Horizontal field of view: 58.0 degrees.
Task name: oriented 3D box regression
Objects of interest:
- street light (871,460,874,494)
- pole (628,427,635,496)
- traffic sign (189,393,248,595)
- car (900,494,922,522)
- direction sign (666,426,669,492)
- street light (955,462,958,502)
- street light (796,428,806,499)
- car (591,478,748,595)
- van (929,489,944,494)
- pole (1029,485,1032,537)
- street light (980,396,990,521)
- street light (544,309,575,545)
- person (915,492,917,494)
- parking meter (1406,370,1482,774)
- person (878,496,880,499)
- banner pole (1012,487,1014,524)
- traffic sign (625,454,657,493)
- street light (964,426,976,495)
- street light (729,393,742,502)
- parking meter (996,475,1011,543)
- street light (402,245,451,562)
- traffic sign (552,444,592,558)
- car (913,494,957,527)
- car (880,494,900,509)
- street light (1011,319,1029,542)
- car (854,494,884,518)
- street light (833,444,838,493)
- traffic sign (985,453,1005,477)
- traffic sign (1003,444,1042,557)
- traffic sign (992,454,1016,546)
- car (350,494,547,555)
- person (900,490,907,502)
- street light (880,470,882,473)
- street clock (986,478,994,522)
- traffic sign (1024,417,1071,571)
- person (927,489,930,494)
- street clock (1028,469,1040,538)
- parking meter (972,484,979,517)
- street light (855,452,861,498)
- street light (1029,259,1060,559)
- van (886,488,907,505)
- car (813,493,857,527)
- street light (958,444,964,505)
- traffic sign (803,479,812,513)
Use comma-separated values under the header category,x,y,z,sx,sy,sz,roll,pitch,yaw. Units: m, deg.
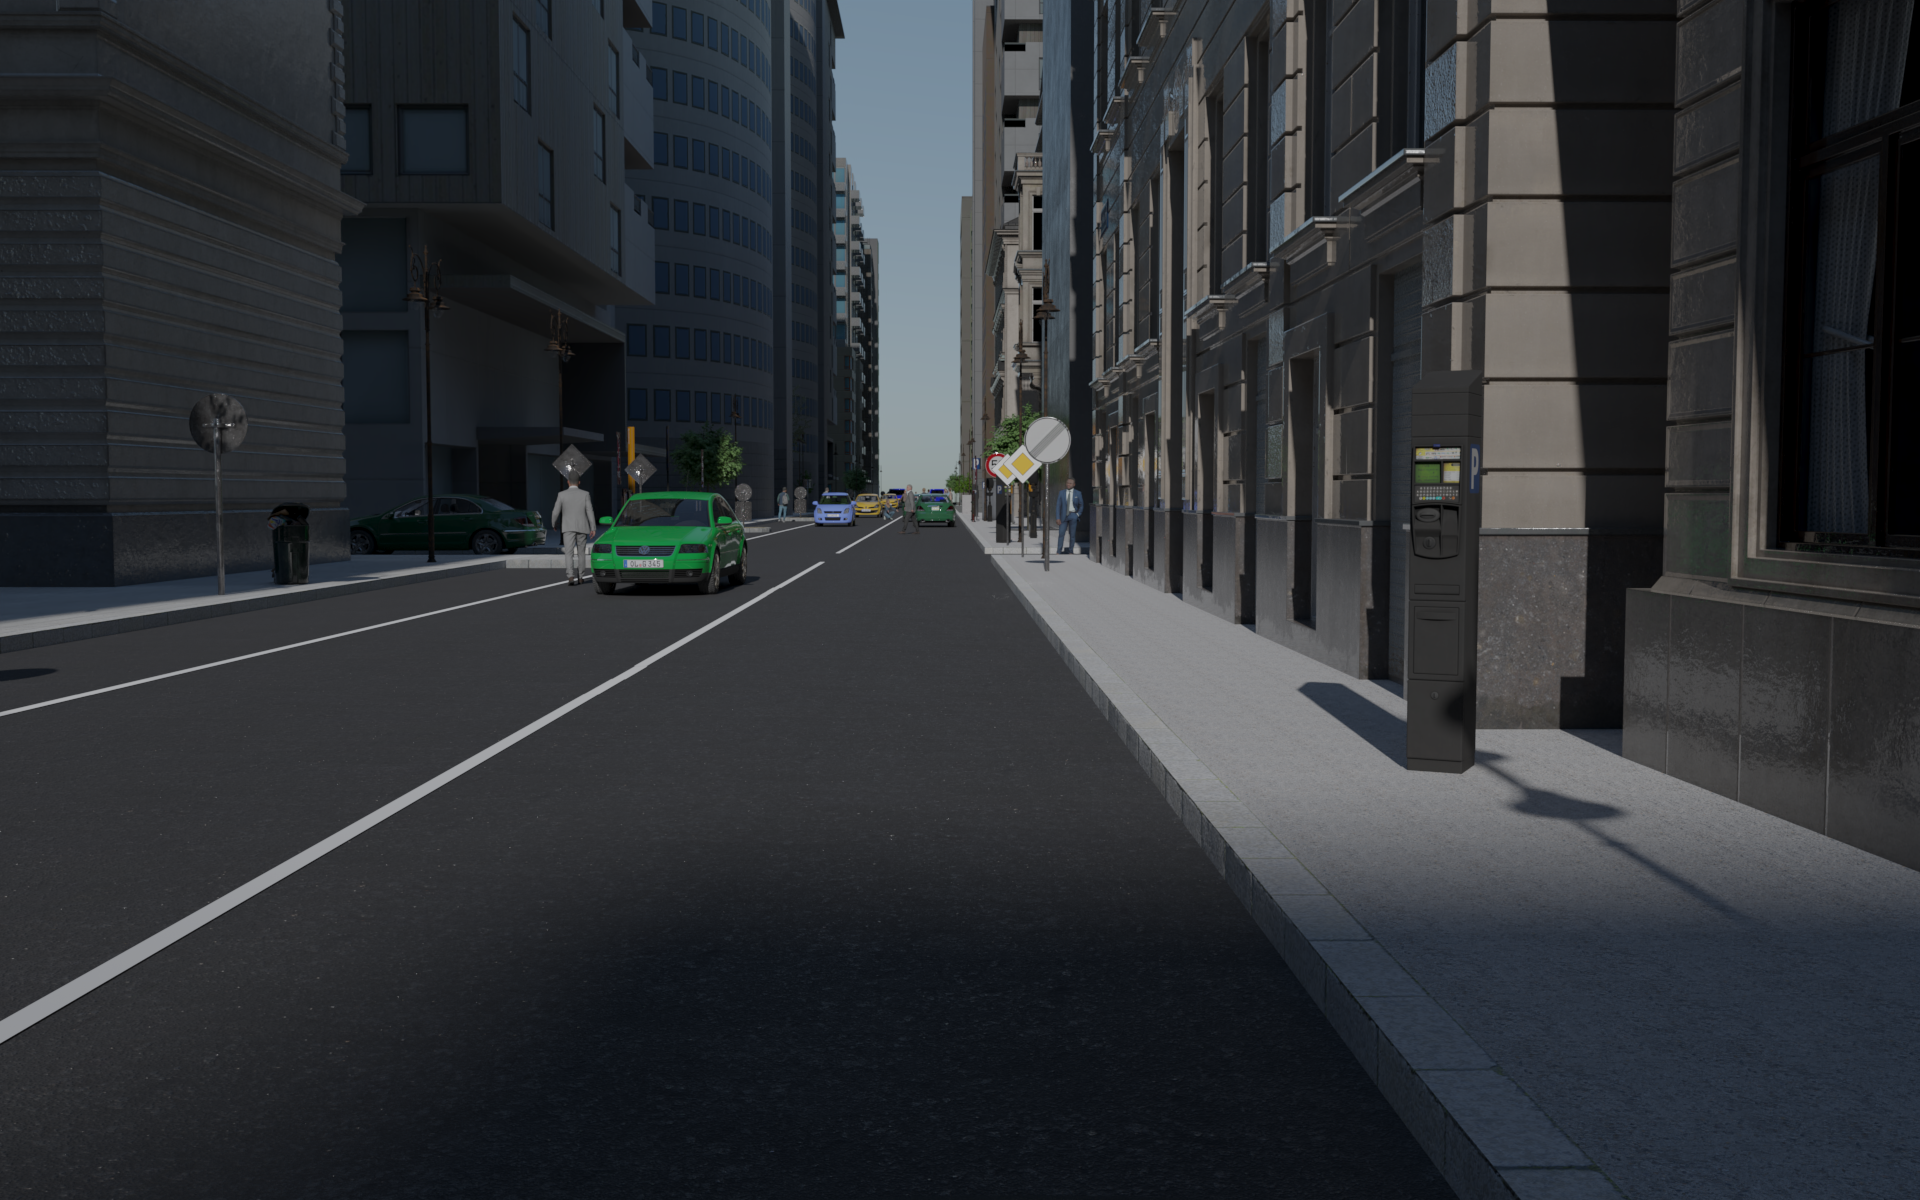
category,x,y,z,sx,sy,sz,roll,pitch,yaw
street light,-12.029,-16.248,238.439,0.468,5.910,1.993,0,4,-1
pole,-9.983,-3.597,52.657,0.158,3.312,0.155,0,3,0
traffic sign,-9.386,-1.335,21.930,0.768,2.556,0.104,0,4,4
car,-2.078,-4.834,90.831,2.131,1.459,4.920,0,4,0
direction sign,-9.735,-4.020,57.719,0.379,3.537,0.876,-1,4,-14
street light,-0.074,-13.551,194.347,0.468,5.910,1.993,0,4,-1
street light,-10.867,-8.998,119.912,0.468,5.910,1.993,0,4,-1
car,-4.318,-1.060,26.121,1.959,1.807,4.718,0,4,1
van,-2.775,-12.292,205.353,2.240,2.365,5.245,0,4,-2
pole,2.138,-3.544,51.795,0.158,3.312,0.155,0,3,0
street light,1.189,-6.657,81.623,0.468,5.910,1.993,0,4,-1
street light,-9.989,-4.316,43.358,0.468,5.910,1.993,0,4,-1
person,-5.528,-12.810,218.647,1.217,1.736,0.721,-1,4,-20
parking meter,2.253,-0.143,8.057,0.255,1.863,0.399,2,4,27
person,-9.942,-12.078,209.161,0.799,1.438,0.628,2,4,29
banner pole,2.025,-5.083,73.130,0.863,3.779,0.401,1,4,13
traffic sign,-7.914,-2.405,42.957,0.795,2.450,0.064,0,4,-1
street light,0.684,-9.191,123.066,0.468,5.910,1.993,0,4,-1
street light,-10.319,-6.541,79.739,0.468,5.910,1.993,0,4,-1
parking meter,1.143,-2.428,45.414,0.255,1.863,0.399,-2,4,-35
street light,-9.929,-3.644,32.368,0.468,5.910,1.993,0,4,-1
traffic sign,-7.827,-1.916,34.973,0.795,2.450,0.064,0,4,-1
car,-1.153,-3.940,76.209,2.131,1.459,4.920,0,4,-3
car,-6.673,-9.427,164.355,2.015,1.641,3.980,0,4,0
street light,1.604,-4.468,45.844,0.468,5.910,1.993,0,4,-1
car,-5.634,-5.852,105.910,2.015,1.641,3.980,0,4,0
street light,-11.168,-11.203,155.963,0.468,5.910,1.993,0,4,-1
traffic sign,1.170,-3.268,53.542,0.768,2.556,0.104,0,4,1
traffic sign,1.267,-1.921,35.051,0.795,2.450,0.064,0,4,-1
traffic sign,1.179,-2.409,43.036,0.795,2.450,0.064,0,4,-1
car,-11.878,-1.675,39.188,4.920,1.459,2.131,0,4,-2
person,-4.792,-8.665,150.733,0.990,1.755,0.434,-1,4,-23
street light,-12.524,-18.476,274.862,0.468,5.910,1.993,0,4,-1
street clock,1.377,-4.611,79.966,0.358,2.002,0.471,-1,4,-20
traffic sign,1.448,-1.749,28.704,0.768,2.556,0.104,0,4,5
person,-2.496,-7.984,139.017,1.348,1.826,0.705,3,5,40
street clock,2.136,-2.793,50.239,0.358,2.002,0.471,1,4,10
parking meter,0.869,-5.621,97.620,0.399,1.863,0.255,0,4,4
street light,-11.729,-14.068,202.797,0.468,5.910,1.993,0,4,-1
street light,1.693,-3.757,34.222,0.468,5.910,1.993,0,4,-1
van,-6.501,-10.759,180.300,2.240,2.365,5.245,0,4,1
car,-5.542,-4.116,76.891,1.945,1.707,3.694,0,4,-1
street light,0.318,-11.371,158.707,0.468,5.910,1.993,0,4,-1
traffic sign,-10.400,-7.107,118.321,0.606,2.300,0.079,1,4,8
